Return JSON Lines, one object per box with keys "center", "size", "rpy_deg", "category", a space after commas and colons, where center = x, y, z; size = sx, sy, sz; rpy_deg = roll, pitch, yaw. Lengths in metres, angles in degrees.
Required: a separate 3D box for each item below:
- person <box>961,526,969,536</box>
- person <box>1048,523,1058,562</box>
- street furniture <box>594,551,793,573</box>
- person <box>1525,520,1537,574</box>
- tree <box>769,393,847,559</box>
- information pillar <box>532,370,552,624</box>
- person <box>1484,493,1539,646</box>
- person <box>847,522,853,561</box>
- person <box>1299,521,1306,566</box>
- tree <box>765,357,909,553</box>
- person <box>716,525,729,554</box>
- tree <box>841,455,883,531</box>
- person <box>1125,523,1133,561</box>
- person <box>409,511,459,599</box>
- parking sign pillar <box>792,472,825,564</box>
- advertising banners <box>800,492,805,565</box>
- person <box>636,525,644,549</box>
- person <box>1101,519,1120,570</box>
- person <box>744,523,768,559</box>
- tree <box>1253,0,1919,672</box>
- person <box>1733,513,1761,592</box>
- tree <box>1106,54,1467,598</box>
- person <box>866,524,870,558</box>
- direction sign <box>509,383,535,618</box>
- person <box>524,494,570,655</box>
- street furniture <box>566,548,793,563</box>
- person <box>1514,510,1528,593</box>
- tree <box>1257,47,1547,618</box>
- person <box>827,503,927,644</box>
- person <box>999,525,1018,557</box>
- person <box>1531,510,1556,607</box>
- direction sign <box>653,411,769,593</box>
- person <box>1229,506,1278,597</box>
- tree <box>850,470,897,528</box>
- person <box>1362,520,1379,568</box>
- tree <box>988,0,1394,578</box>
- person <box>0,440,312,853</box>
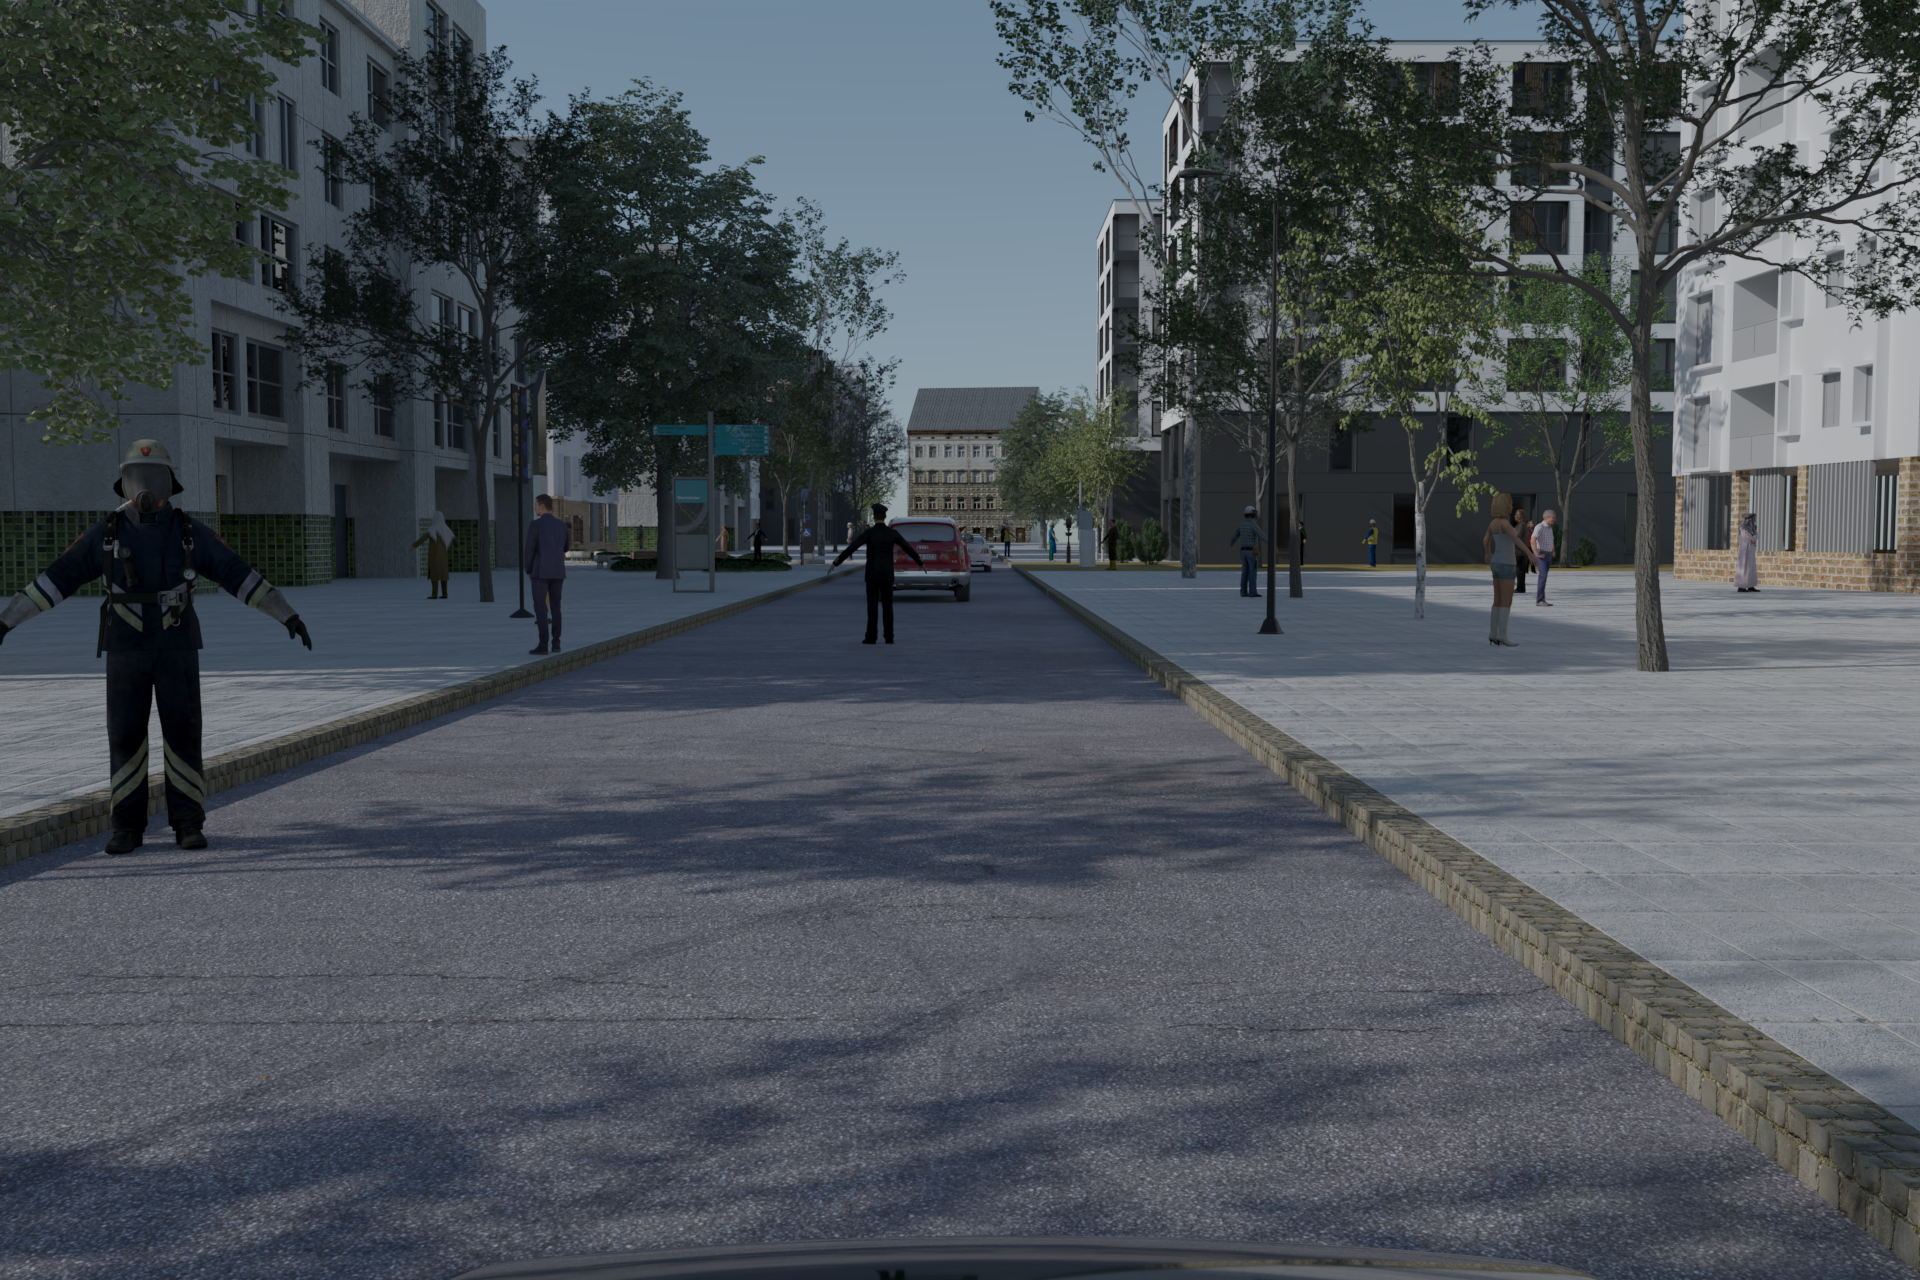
{"center": [0.244, -4.332, 79.476], "size": [1.347, 1.806, 0.705], "rpy_deg": [-3, 5, -41], "category": "person"}
{"center": [4.335, -4.585, 81.092], "size": [0.704, 1.817, 1.347], "rpy_deg": [-1, 4, -10], "category": "person"}
{"center": [-9.857, -2.808, 61.530], "size": [5.734, 0.657, 10.072], "rpy_deg": [-1, 4, -22], "category": "street furniture"}
{"center": [18.476, -3.005, 55.934], "size": [1.215, 1.729, 0.721], "rpy_deg": [-1, 4, -13], "category": "person"}
{"center": [-7.870, -8.432, 88.222], "size": [4.737, 8.622, 4.395], "rpy_deg": [0, 3, 0], "category": "tree"}
{"center": [-5.955, -2.033, 24.592], "size": [0.183, 3.616, 0.504], "rpy_deg": [0, 3, 0], "category": "information pillar"}
{"center": [6.311, -0.813, 19.899], "size": [0.721, 1.753, 1.214], "rpy_deg": [0, 4, -8], "category": "person"}
{"center": [-5.330, -4.763, 83.735], "size": [0.705, 1.847, 1.347], "rpy_deg": [0, 4, -1], "category": "person"}
{"center": [13.762, -3.916, 70.218], "size": [0.705, 1.806, 1.347], "rpy_deg": [-1, 4, -15], "category": "person"}
{"center": [-8.467, -12.772, 119.188], "size": [12.009, 13.543, 11.850], "rpy_deg": [0, 3, 0], "category": "tree"}
{"center": [-11.575, -4.755, 84.544], "size": [0.721, 1.733, 1.217], "rpy_deg": [1, 4, 21], "category": "person"}
{"center": [-8.414, -12.870, 160.794], "size": [4.360, 8.622, 3.978], "rpy_deg": [0, 3, 0], "category": "tree"}
{"center": [7.912, -4.602, 81.426], "size": [1.347, 1.806, 0.705], "rpy_deg": [3, 4, 36], "category": "person"}
{"center": [-10.391, -1.684, 34.311], "size": [0.721, 1.736, 1.217], "rpy_deg": [2, 4, 33], "category": "person"}
{"center": [-6.496, -5.240, 74.143], "size": [1.447, 3.967, 1.447], "rpy_deg": [0, 4, 1], "category": "parking sign pillar"}
{"center": [-6.505, -4.620, 71.730], "size": [0.090, 3.025, 2.074], "rpy_deg": [0, 4, -1], "category": "advertising banners"}
{"center": [-17.867, -5.542, 96.887], "size": [0.705, 1.796, 1.348], "rpy_deg": [-1, 4, -21], "category": "person"}
{"center": [5.390, -3.392, 61.600], "size": [0.704, 1.812, 1.346], "rpy_deg": [-1, 4, -21], "category": "person"}
{"center": [-8.456, -3.990, 71.963], "size": [1.216, 1.740, 0.721], "rpy_deg": [2, 4, 34], "category": "person"}
{"center": [6.181, -4.994, 16.058], "size": [7.601, 10.594, 8.767], "rpy_deg": [1, 4, 18], "category": "tree"}
{"center": [17.374, -1.922, 38.133], "size": [0.621, 1.740, 0.551], "rpy_deg": [1, 4, 10], "category": "person"}
{"center": [6.456, -6.128, 34.613], "size": [7.601, 10.594, 8.767], "rpy_deg": [-1, 4, -14], "category": "tree"}
{"center": [-4.849, -5.245, 91.974], "size": [0.704, 1.802, 1.346], "rpy_deg": [0, 4, 7], "category": "person"}
{"center": [-6.734, -2.112, 26.526], "size": [0.379, 3.537, 0.876], "rpy_deg": [0, 4, 0], "category": "direction sign"}
{"center": [-4.432, -0.712, 18.610], "size": [0.541, 1.710, 0.530], "rpy_deg": [-3, 4, -36], "category": "person"}
{"center": [-12.834, -3.833, 78.297], "size": [10.072, 0.657, 5.734], "rpy_deg": [1, 4, 10], "category": "street furniture"}
{"center": [12.132, -1.922, 37.600], "size": [0.705, 1.807, 1.348], "rpy_deg": [2, 4, 28], "category": "person"}
{"center": [6.833, -4.625, 25.974], "size": [4.737, 8.622, 4.395], "rpy_deg": [0, 3, 0], "category": "tree"}
{"center": [-1.055, -0.869, 22.594], "size": [1.347, 1.837, 0.705], "rpy_deg": [-1, 4, -18], "category": "person"}
{"center": [2.673, -5.487, 96.172], "size": [1.216, 1.772, 0.721], "rpy_deg": [-2, 4, -32], "category": "person"}
{"center": [10.453, -1.460, 30.846], "size": [0.756, 1.711, 0.436], "rpy_deg": [-3, 4, -37], "category": "person"}
{"center": [-5.416, -3.034, 38.362], "size": [2.525, 3.948, 1.411], "rpy_deg": [0, 4, 1], "category": "direction sign"}
{"center": [5.924, -1.801, 35.278], "size": [0.704, 1.849, 1.345], "rpy_deg": [-2, 4, -35], "category": "person"}
{"center": [-7.666, -12.276, 151.068], "size": [4.737, 8.622, 4.395], "rpy_deg": [0, 3, 0], "category": "tree"}
{"center": [15.761, -3.691, 66.311], "size": [0.705, 1.833, 1.349], "rpy_deg": [3, 4, 36], "category": "person"}
{"center": [8.083, -11.829, 49.291], "size": [12.611, 20.169, 13.585], "rpy_deg": [0, 3, 0], "category": "tree"}
{"center": [-3.660, 0.024, 7.847], "size": [1.354, 1.856, 0.705], "rpy_deg": [-1, 4, -21], "category": "person"}
